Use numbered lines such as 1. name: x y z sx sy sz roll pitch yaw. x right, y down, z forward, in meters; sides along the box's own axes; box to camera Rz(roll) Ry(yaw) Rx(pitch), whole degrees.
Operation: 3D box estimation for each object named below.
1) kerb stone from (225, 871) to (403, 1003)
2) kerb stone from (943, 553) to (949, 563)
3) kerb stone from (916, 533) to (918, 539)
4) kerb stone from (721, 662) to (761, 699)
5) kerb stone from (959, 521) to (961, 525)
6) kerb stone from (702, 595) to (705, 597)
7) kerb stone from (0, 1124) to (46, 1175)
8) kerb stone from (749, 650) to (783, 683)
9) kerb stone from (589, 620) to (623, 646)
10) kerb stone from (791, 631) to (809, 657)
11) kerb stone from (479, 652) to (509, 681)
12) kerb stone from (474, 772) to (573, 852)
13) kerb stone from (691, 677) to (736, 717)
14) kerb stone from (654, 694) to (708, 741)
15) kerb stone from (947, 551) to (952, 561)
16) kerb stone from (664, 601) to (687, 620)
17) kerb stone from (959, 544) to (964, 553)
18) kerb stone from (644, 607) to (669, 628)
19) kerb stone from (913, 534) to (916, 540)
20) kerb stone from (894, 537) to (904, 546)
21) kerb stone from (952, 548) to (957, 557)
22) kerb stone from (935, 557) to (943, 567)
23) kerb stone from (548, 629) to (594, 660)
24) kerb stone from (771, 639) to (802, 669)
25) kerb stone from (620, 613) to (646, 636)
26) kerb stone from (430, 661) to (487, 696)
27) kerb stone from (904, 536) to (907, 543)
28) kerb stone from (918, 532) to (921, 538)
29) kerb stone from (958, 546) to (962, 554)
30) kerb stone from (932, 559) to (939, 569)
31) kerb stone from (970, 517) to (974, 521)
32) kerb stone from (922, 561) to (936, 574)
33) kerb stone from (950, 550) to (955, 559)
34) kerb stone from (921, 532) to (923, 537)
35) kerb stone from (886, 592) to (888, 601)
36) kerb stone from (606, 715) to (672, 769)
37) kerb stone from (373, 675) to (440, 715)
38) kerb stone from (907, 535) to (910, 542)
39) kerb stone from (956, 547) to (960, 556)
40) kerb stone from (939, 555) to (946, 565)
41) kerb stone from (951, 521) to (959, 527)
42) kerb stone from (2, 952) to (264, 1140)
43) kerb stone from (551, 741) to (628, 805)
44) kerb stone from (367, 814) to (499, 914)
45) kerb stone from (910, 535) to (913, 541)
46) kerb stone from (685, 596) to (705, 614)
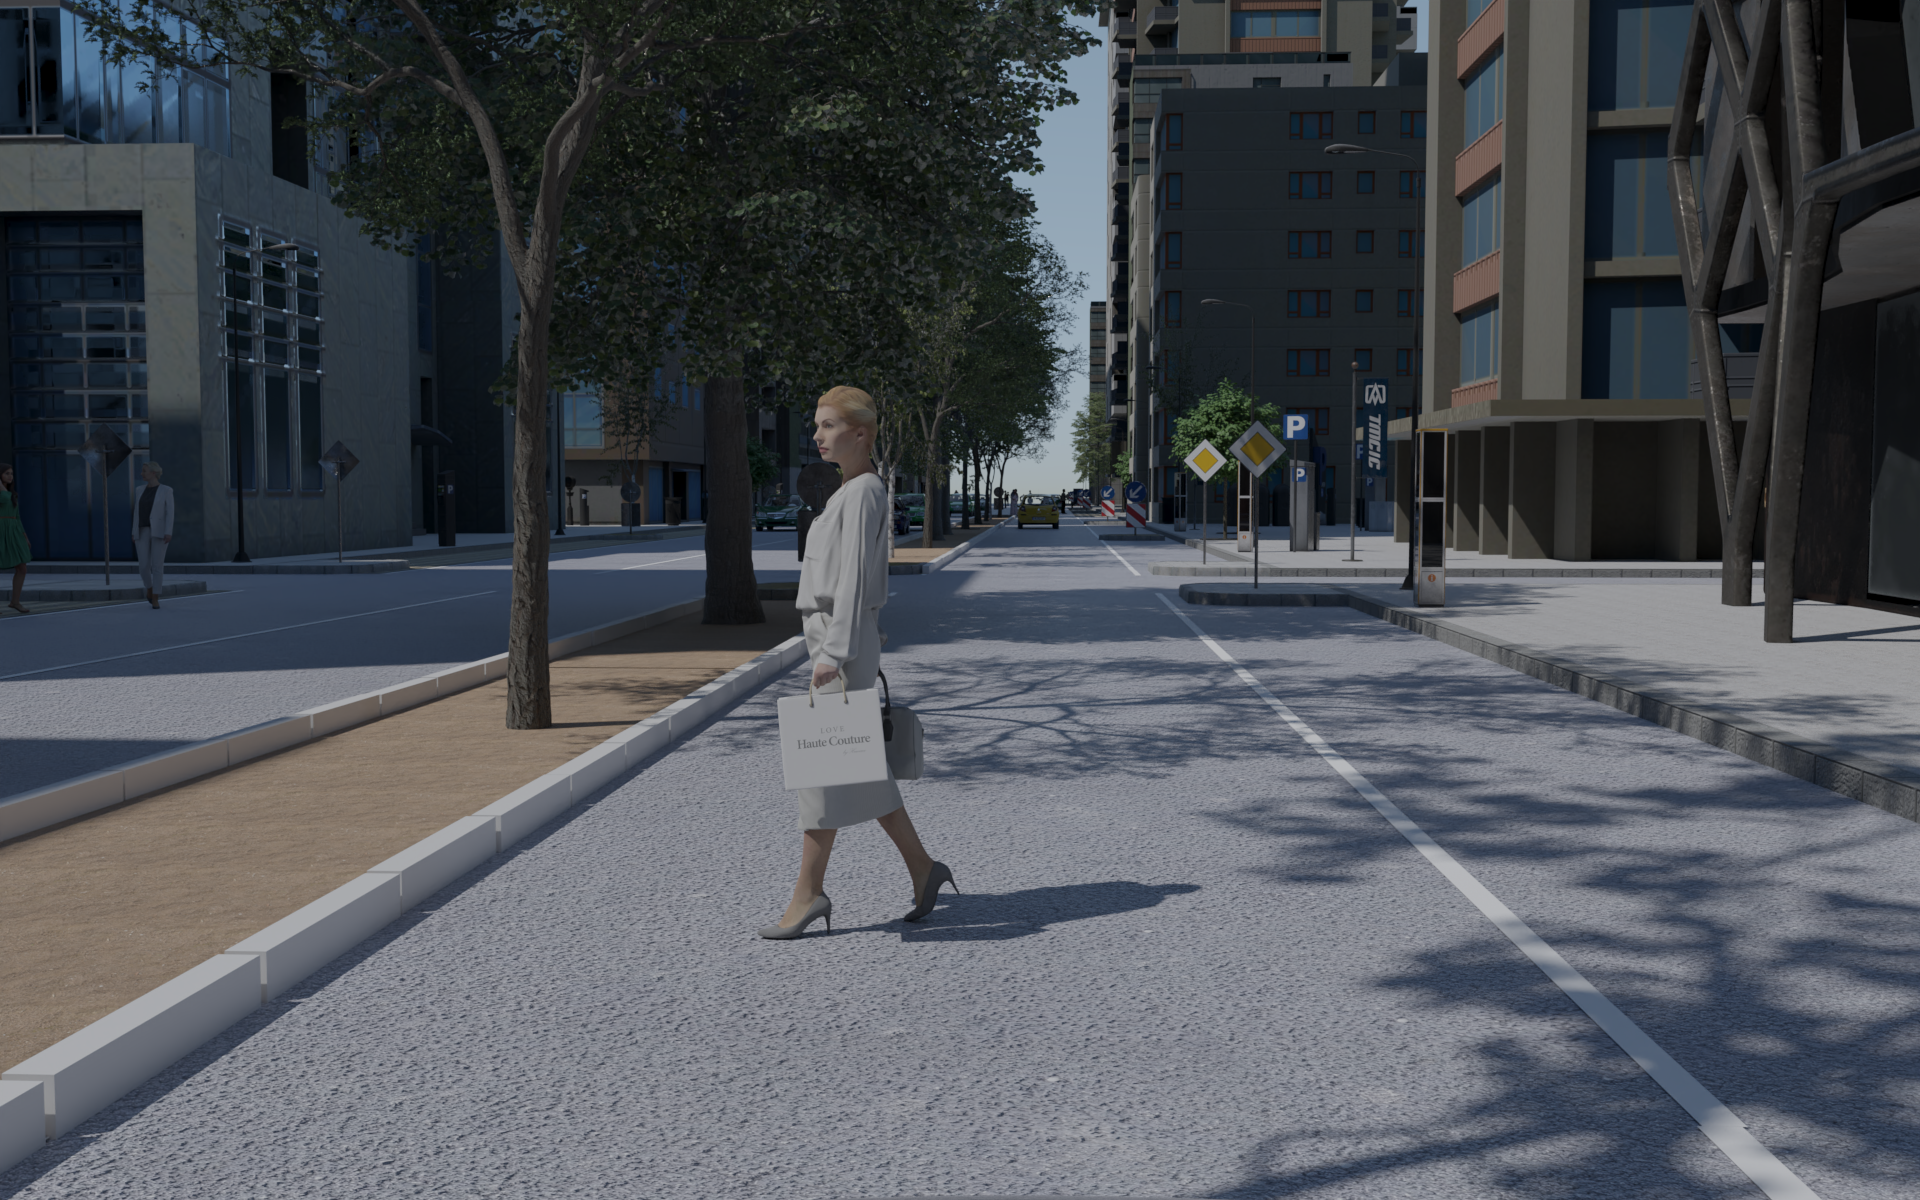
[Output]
1. kerb stone: -1.982 1.031 5.371 0.120 0.150 1.000 0 4 3
2. kerb stone: -0.367 -0.815 35.566 0.120 0.150 1.000 0 4 3
3. kerb stone: -1.485 -1.952 54.117 0.120 0.150 1.000 0 4 3
4. kerb stone: -1.603 0.592 12.538 0.120 0.150 1.000 0 4 3
5. kerb stone: -0.161 -3.456 78.702 0.120 0.150 1.000 0 4 3
6. kerb stone: -3.204 0.021 21.852 0.120 0.150 1.000 0 4 3
7. kerb stone: -2.098 1.161 3.311 0.120 0.150 1.000 0 4 3
8. kerb stone: -1.543 0.529 13.562 0.120 0.150 1.000 0 4 3
9. kerb stone: -3.468 0.334 16.731 0.120 0.150 1.000 0 4 3
10. kerb stone: -1.428 0.403 15.605 0.120 0.150 1.000 0 4 3
11. kerb stone: -3.638 0.525 13.669 0.120 0.150 1.000 0 4 3
12. kerb stone: -1.866 0.904 7.420 0.120 0.150 1.000 0 4 3
13. kerb stone: -1.655 0.656 11.513 0.120 0.150 1.000 0 4 3
14. kerb stone: -1.702 0.717 10.492 0.120 0.150 1.000 0 4 3
15. kerb stone: -0.310 -0.880 36.586 0.120 0.150 1.000 0 4 3
16. kerb stone: -3.318 0.146 19.803 0.120 0.150 1.000 0 4 3
17. kerb stone: -0.039 -1.193 41.708 0.120 0.150 1.000 0 4 3
18. kerb stone: -3.356 0.209 18.777 0.120 0.150 1.000 0 4 3
19. kerb stone: -1.531 -1.890 53.096 0.120 0.150 1.000 0 4 3
20. kerb stone: -1.752 -1.640 49.014 0.120 0.150 1.000 0 4 3
21. kerb stone: -0.202 -1.002 38.641 0.120 0.150 1.000 0 4 3
22. kerb stone: -0.478 -0.693 33.522 0.120 0.150 1.000 0 4 3
23. kerb stone: -3.540 0.399 15.711 0.120 0.150 1.000 0 4 3
24. kerb stone: -1.483 0.466 14.585 0.120 0.150 1.000 0 4 3
25. kerb stone: -3.419 0.273 17.757 0.120 0.150 1.000 0 4 3
26. kerb stone: -3.691 0.585 12.638 0.120 0.150 1.000 0 4 3
27. kerb stone: -1.695 -1.703 50.034 0.120 0.150 1.000 0 4 3
28. kerb stone: -1.418 -2.015 55.148 0.120 0.150 1.000 0 4 3
29. kerb stone: -0.095 -1.131 40.684 0.120 0.150 1.000 0 4 3
30. kerb stone: -0.533 -0.630 32.499 0.120 0.150 1.000 0 4 3
31. kerb stone: 0.709 -4.457 95.069 0.120 0.150 1.000 0 4 3
32. kerb stone: -0.585 -0.565 31.479 0.120 0.150 1.000 0 4 3
33. kerb stone: -0.248 -0.938 37.607 0.120 0.150 1.000 0 4 3
34. kerb stone: -1.372 -2.077 56.177 0.120 0.150 1.000 0 4 3
35. kerb stone: -1.050 -0.030 22.770 0.120 0.150 1.000 0 4 3
36. kerb stone: -1.761 0.781 9.467 0.120 0.150 1.000 0 4 3
37. kerb stone: -3.744 0.650 11.618 0.120 0.150 1.000 0 4 3
38. kerb stone: -1.645 -1.762 51.055 0.120 0.150 1.000 0 4 3
39. kerb stone: -0.152 -1.068 39.662 0.120 0.150 1.000 0 4 3
40. kerb stone: -0.429 -0.755 34.543 0.120 0.150 1.000 0 4 3
41. kerb stone: -0.226 -3.394 77.682 0.120 0.150 1.000 0 4 3
42. kerb stone: -2.039 1.095 4.340 0.120 0.150 1.000 0 4 3
43. kerb stone: -1.814 0.845 8.446 0.120 0.150 1.000 0 4 3
44. kerb stone: -1.934 0.967 6.399 0.120 0.150 1.000 0 4 3
45. kerb stone: -1.593 -1.827 52.076 0.120 0.150 1.000 0 4 3
46. kerb stone: -3.262 0.093 20.825 0.120 0.150 1.000 0 4 3
